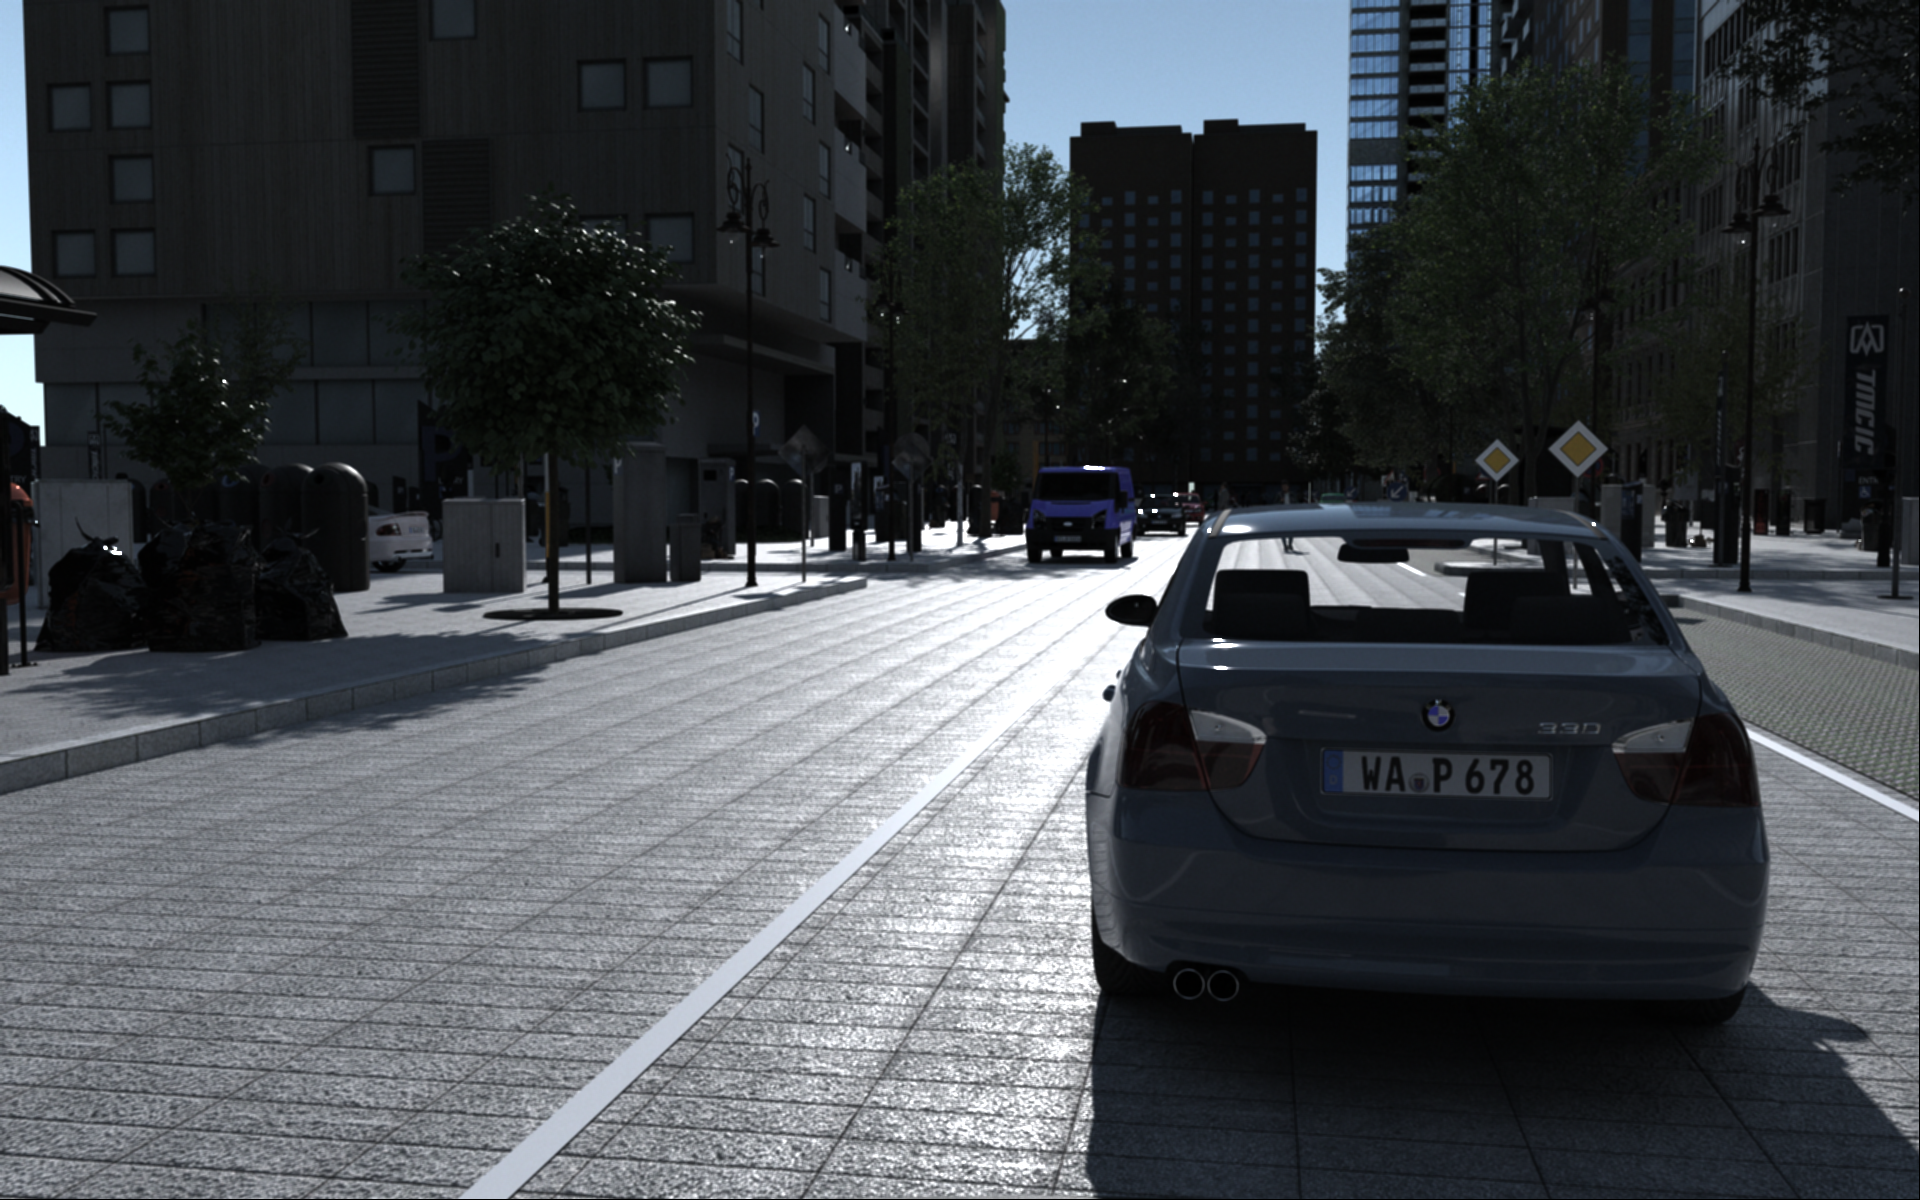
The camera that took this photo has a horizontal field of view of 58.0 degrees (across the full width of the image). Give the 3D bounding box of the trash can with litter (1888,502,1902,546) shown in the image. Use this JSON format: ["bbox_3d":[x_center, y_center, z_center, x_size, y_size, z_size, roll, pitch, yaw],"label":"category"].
[{"bbox_3d":[22.387,-1.799,40.795,1.055,1.170,0.624,-3,5,-43],"label":"trash can with litter"}]

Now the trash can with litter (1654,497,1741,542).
[{"bbox_3d":[19.980,-2.196,46.956,2.233,1.210,1.678,3,4,39],"label":"trash can with litter"}]

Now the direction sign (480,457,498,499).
[{"bbox_3d":[-13.225,-3.513,49.430,0.876,3.537,0.379,-1,4,-11],"label":"direction sign"}]

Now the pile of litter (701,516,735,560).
[{"bbox_3d":[-5.135,-1.256,34.501,1.176,0.858,1.719,-2,4,-24],"label":"pile of litter"}]

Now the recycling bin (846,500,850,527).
[{"bbox_3d":[-4.419,-3.436,68.733,0.722,1.027,0.722,0,4,7],"label":"recycling bin"}]

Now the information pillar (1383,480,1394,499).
[{"bbox_3d":[22.408,-5.245,90.241,0.304,2.012,0.304,-1,4,-22],"label":"information pillar"}]

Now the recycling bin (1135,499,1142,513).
[{"bbox_3d":[10.008,-5.197,97.525,0.722,1.027,0.722,0,4,8],"label":"recycling bin"}]

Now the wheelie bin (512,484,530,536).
[{"bbox_3d":[-13.171,-2.729,52.524,0.980,1.594,0.693,1,4,14],"label":"wheelie bin"}]

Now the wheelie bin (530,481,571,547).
[{"bbox_3d":[-9.887,-2.099,42.229,0.693,1.594,0.980,-3,4,-37],"label":"wheelie bin"}]

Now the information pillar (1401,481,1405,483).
[{"bbox_3d":[24.539,-5.626,96.471,0.304,2.012,0.304,3,5,44],"label":"information pillar"}]

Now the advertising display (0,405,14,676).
[{"bbox_3d":[-7.195,-0.425,12.169,0.974,1.923,0.123,0,4,-8],"label":"advertising display"}]

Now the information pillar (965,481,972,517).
[{"bbox_3d":[0.482,-5.702,97.719,0.304,2.012,0.304,-3,5,-42],"label":"information pillar"}]

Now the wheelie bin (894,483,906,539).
[{"bbox_3d":[-1.612,-2.522,49.142,0.980,1.594,0.693,-3,4,-37],"label":"wheelie bin"}]

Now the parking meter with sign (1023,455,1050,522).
[{"bbox_3d":[3.195,-5.019,78.322,1.738,3.016,0.543,0,4,8],"label":"parking meter with sign"}]

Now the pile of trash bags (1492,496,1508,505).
[{"bbox_3d":[21.762,-3.606,68.711,3.447,1.369,1.912,0,4,-6],"label":"pile of trash bags"}]

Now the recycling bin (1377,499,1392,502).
[{"bbox_3d":[20.690,-4.370,84.000,0.722,1.027,0.722,2,4,33],"label":"recycling bin"}]

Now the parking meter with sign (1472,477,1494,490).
[{"bbox_3d":[23.664,-5.076,79.247,1.738,3.016,0.543,-1,4,-15],"label":"parking meter with sign"}]

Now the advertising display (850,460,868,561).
[{"bbox_3d":[-1.949,-1.723,33.382,0.123,1.923,0.974,-1,4,-16],"label":"advertising display"}]

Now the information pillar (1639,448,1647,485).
[{"bbox_3d":[34.969,-5.953,88.682,0.183,3.616,0.504,-1,4,-18],"label":"information pillar"}]

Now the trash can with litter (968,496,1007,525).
[{"bbox_3d":[1.410,-3.662,70.934,2.233,1.210,1.678,2,4,30],"label":"trash can with litter"}]

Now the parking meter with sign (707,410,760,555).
[{"bbox_3d":[-5.112,-2.457,36.430,1.738,3.016,0.543,1,4,14],"label":"parking meter with sign"}]

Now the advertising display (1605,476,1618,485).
[{"bbox_3d":[23.376,-3.485,62.192,0.123,1.923,0.974,3,5,40],"label":"advertising display"}]

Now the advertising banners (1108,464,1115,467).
[{"bbox_3d":[8.397,-6.519,102.773,0.090,3.025,2.074,-3,5,-42],"label":"advertising banners"}]

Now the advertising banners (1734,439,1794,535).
[{"bbox_3d":[25.192,-3.557,54.344,0.090,3.025,2.074,-2,4,-31],"label":"advertising banners"}]

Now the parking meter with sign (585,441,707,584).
[{"bbox_3d":[-4.618,-1.761,25.056,1.738,3.016,0.543,-3,4,-36],"label":"parking meter with sign"}]

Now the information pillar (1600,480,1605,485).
[{"bbox_3d":[33.092,-5.175,89.098,0.304,2.012,0.304,0,4,-1],"label":"information pillar"}]

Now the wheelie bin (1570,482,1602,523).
[{"bbox_3d":[16.117,-2.241,44.542,0.980,1.594,0.693,-3,5,-42],"label":"wheelie bin"}]

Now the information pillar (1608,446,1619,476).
[{"bbox_3d":[31.698,-5.672,84.091,0.504,3.616,0.183,3,4,37],"label":"information pillar"}]

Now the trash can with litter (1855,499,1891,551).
[{"bbox_3d":[20.464,-1.691,39.037,0.624,1.170,1.055,0,4,7],"label":"trash can with litter"}]

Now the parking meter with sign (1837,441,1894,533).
[{"bbox_3d":[29.629,-3.687,56.538,1.738,3.016,0.543,1,4,23],"label":"parking meter with sign"}]

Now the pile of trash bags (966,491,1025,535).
[{"bbox_3d":[1.112,-2.784,55.275,1.912,1.369,3.447,0,4,2],"label":"pile of trash bags"}]

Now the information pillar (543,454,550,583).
[{"bbox_3d":[-5.954,-2.058,25.003,0.183,3.616,0.504,-1,4,-15],"label":"information pillar"}]

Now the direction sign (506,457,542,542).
[{"bbox_3d":[-11.536,-3.304,46.010,0.876,3.537,0.379,-2,4,-28],"label":"direction sign"}]

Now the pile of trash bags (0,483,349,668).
[{"bbox_3d":[-6.778,-0.276,14.263,1.912,1.369,3.447,1,4,17],"label":"pile of trash bags"}]

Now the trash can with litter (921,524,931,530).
[{"bbox_3d":[-1.495,-3.125,62.156,1.678,1.210,2.233,0,4,2],"label":"trash can with litter"}]

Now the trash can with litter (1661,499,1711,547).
[{"bbox_3d":[17.560,-1.866,41.890,1.055,1.170,0.624,0,4,5],"label":"trash can with litter"}]

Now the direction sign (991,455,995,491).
[{"bbox_3d":[1.939,-6.692,101.403,0.379,3.537,0.876,-1,4,-14],"label":"direction sign"}]

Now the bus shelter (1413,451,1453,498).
[{"bbox_3d":[25.850,-6.336,94.873,1.731,3.624,6.357,1,4,10],"label":"bus shelter"}]

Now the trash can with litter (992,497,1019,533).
[{"bbox_3d":[1.500,-2.833,57.711,1.055,1.170,0.624,-2,4,-26],"label":"trash can with litter"}]

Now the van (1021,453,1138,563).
[{"bbox_3d":[2.684,-2.040,37.744,2.240,2.365,5.245,1,4,11],"label":"van"}]

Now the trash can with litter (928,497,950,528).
[{"bbox_3d":[-0.816,-3.361,66.341,0.624,1.170,1.055,1,4,17],"label":"trash can with litter"}]

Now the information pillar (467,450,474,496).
[{"bbox_3d":[-16.764,-4.128,58.847,0.504,3.616,0.183,0,4,4],"label":"information pillar"}]

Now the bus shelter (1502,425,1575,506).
[{"bbox_3d":[20.391,-4.267,61.053,1.731,3.624,6.357,1,4,10],"label":"bus shelter"}]

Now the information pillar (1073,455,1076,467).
[{"bbox_3d":[6.856,-6.864,103.585,0.183,3.616,0.504,1,4,19],"label":"information pillar"}]

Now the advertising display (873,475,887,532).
[{"bbox_3d":[-2.711,-3.272,58.708,0.123,1.923,0.974,-2,4,-25],"label":"advertising display"}]

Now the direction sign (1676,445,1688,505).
[{"bbox_3d":[33.749,-5.444,80.998,0.379,3.537,0.876,-1,4,-12],"label":"direction sign"}]

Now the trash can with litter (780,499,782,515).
[{"bbox_3d":[-6.229,-2.746,56.283,0.624,1.170,1.055,3,5,41],"label":"trash can with litter"}]

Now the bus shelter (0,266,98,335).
[{"bbox_3d":[-9.065,-1.153,12.781,2.014,3.302,5.546,1,4,10],"label":"bus shelter"}]
